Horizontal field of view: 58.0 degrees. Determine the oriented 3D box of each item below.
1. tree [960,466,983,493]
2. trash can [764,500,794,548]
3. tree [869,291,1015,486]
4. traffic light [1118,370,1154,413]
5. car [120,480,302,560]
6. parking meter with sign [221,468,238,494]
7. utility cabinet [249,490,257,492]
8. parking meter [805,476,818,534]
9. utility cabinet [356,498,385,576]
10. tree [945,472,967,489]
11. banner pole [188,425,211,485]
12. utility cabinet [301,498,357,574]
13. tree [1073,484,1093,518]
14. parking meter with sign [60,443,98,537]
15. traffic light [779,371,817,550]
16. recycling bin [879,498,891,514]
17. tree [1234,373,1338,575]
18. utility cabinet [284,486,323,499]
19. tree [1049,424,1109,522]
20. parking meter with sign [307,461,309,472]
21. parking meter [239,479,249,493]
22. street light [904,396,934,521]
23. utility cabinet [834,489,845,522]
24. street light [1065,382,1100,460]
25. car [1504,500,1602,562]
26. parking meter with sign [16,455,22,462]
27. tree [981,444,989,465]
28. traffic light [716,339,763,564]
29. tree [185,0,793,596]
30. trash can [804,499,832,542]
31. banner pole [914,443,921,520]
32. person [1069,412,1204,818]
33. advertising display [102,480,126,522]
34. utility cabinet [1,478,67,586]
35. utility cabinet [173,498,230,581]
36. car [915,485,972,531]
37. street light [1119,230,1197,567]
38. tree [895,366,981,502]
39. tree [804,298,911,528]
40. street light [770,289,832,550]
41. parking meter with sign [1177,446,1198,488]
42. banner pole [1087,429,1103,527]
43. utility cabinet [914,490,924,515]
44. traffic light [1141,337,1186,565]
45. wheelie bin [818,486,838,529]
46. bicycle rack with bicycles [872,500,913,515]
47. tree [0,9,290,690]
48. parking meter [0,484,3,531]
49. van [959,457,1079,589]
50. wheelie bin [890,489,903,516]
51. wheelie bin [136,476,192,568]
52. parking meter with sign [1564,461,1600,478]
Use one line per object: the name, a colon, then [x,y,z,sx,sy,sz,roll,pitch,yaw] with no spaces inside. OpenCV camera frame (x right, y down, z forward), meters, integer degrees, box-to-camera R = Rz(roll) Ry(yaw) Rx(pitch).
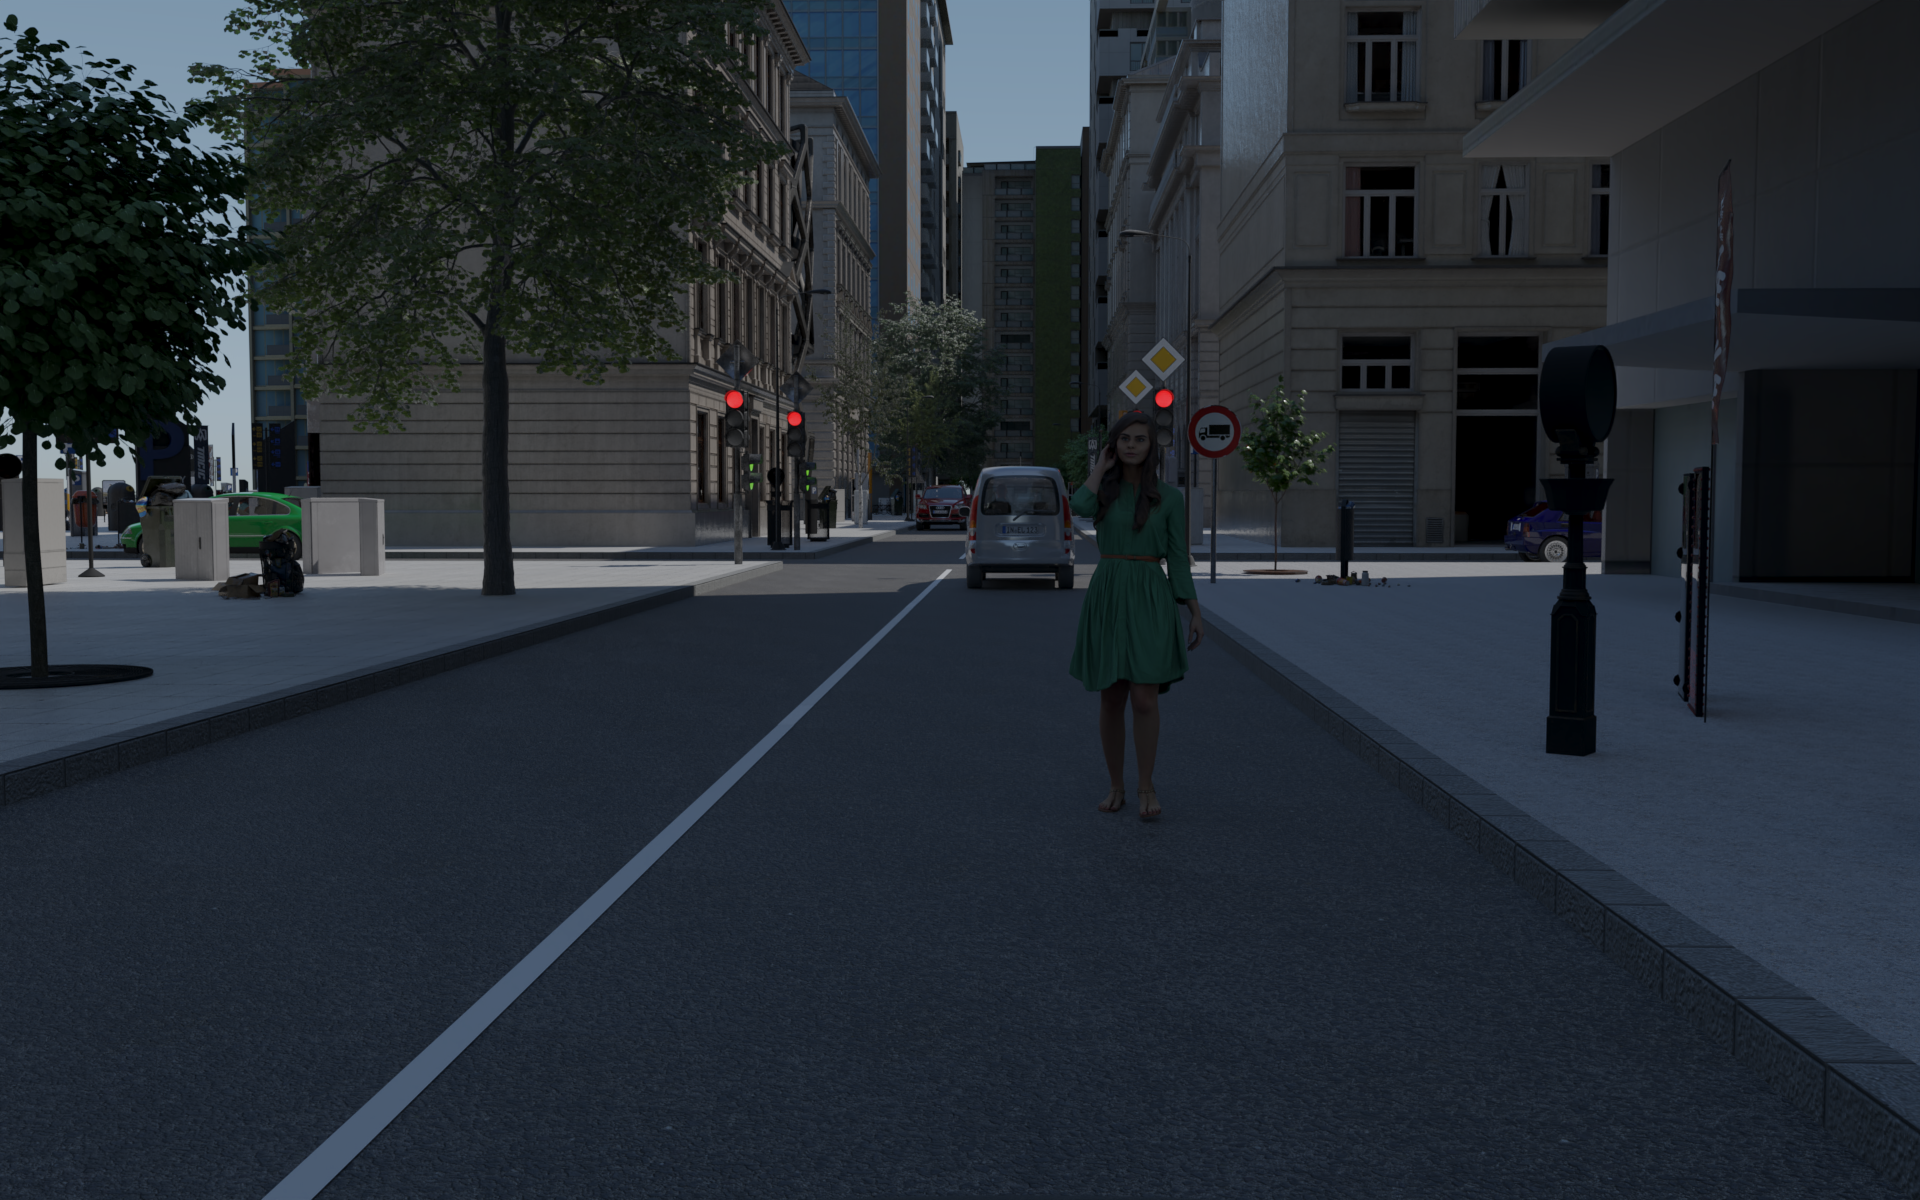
tree: [1.572,-12.155,182.445,4.285,4.588,4.351,0,3,0]
trash can: [-4.292,-1.810,41.249,0.748,1.137,0.748,0,3,0]
tree: [-1.632,-12.402,109.435,9.857,13.997,8.962,0,3,0]
traffic light: [3.949,-3.074,39.184,0.839,4.253,0.868,0,4,2]
car: [-15.232,-1.696,36.533,4.718,1.807,1.959,0,4,2]
parking meter with sign: [-48.547,-7.243,114.686,1.738,3.016,0.543,2,4,32]
utility cabinet: [-38.977,-5.350,96.157,1.173,1.500,0.318,0,4,-4]
parking meter: [-4.779,-3.059,55.723,0.255,1.863,0.399,3,4,36]
utility cabinet: [-9.357,-1.005,27.598,0.306,1.237,1.020,-1,4,-13]
tree: [-0.415,-9.195,144.943,1.663,3.219,1.824,0,3,0]
banner pole: [-24.319,-3.985,55.168,0.863,3.779,0.401,-3,5,-41]
utility cabinet: [-10.185,-1.043,28.207,0.306,1.237,1.020,3,4,38]
tree: [6.651,-5.960,92.042,1.663,3.219,1.824,0,3,0]
parking meter with sign: [-26.727,-3.448,52.633,0.543,3.016,1.738,-1,4,-9]
traffic light: [-3.707,-3.092,39.473,0.839,4.253,0.868,0,4,2]
recycling bin: [-4.948,-6.224,114.323,0.722,1.027,0.722,0,4,8]
tree: [5.212,-2.029,27.771,1.663,3.219,1.824,0,3,0]
utility cabinet: [-18.854,-2.516,49.817,1.173,1.500,0.318,1,4,21]
tree: [6.452,-6.150,84.263,4.285,4.588,4.351,0,3,0]
parking meter with sign: [-34.177,-5.823,91.471,0.543,3.016,1.738,-1,4,-19]
parking meter: [-28.308,-3.840,68.493,0.255,1.863,0.399,0,4,-1]
street light: [-1.937,-6.690,81.929,1.470,5.913,1.316,0,4,2]
utility cabinet: [-5.724,-4.277,78.609,0.318,1.500,1.173,2,4,35]
street light: [5.221,-6.059,71.606,1.470,5.913,1.316,0,4,2]
car: [13.065,-1.359,34.795,3.894,1.354,1.945,0,4,3]
parking meter with sign: [-41.430,-4.914,76.609,0.543,3.016,1.738,-2,4,-28]
tree: [1.047,-13.489,170.909,4.737,8.622,4.395,0,3,0]
traffic light: [-4.026,-2.604,31.494,0.839,4.253,0.868,0,4,2]
tree: [-5.485,-6.329,21.605,7.486,12.596,7.792,0,3,0]
trash can: [-3.821,-2.145,46.724,0.748,1.137,0.748,0,3,0]
banner pole: [-2.069,-5.863,85.876,0.401,3.779,0.863,1,4,16]
person: [0.775,0.062,7.736,0.600,1.795,0.529,0,3,0]
advertising display: [-38.320,-4.481,78.479,0.974,1.923,0.123,-1,4,-21]
utility cabinet: [-12.942,-0.950,24.208,0.318,1.500,1.173,0,4,-3]
utility cabinet: [-11.346,-0.901,25.892,1.020,1.237,0.306,2,4,35]
car: [-0.607,-3.726,69.599,2.281,1.827,5.304,0,4,4]
street light: [3.495,-3.551,30.607,1.470,5.913,1.316,0,4,2]
tree: [-1.979,-9.203,100.837,4.737,8.622,4.395,0,3,0]
tree: [-3.710,-6.975,64.403,4.360,8.622,3.978,0,3,0]
street light: [-3.606,-4.087,39.360,1.470,5.913,1.316,0,4,2]
parking meter with sign: [6.444,-3.374,51.420,1.738,3.016,0.543,-3,5,-42]
banner pole: [5.247,-4.699,66.841,0.863,3.779,0.401,-2,4,-31]
utility cabinet: [-2.438,-5.944,105.860,0.318,1.500,1.173,-2,4,-28]
traffic light: [3.630,-2.586,31.205,0.839,4.253,0.868,0,4,2]
wheelie bin: [-4.923,-3.468,64.607,0.693,1.594,0.980,-1,4,-20]
bicycle rack with bicycles: [-4.367,-5.776,107.818,2.925,0.926,2.852,-1,4,-16]
tree: [-6.347,-1.728,11.971,4.285,4.588,4.351,0,3,0]
parking meter: [-33.211,-3.329,60.134,0.255,1.863,0.399,-1,4,-13]
van: [0.965,-1.261,27.630,2.013,2.044,4.112,0,4,2]
wheelie bin: [-3.740,-5.827,103.175,0.693,1.594,0.980,-2,4,-23]
wheelie bin: [-13.923,-1.377,30.424,0.693,1.594,0.980,2,4,30]
parking meter with sign: [14.194,-2.649,39.568,1.738,3.016,0.543,2,4,31]
